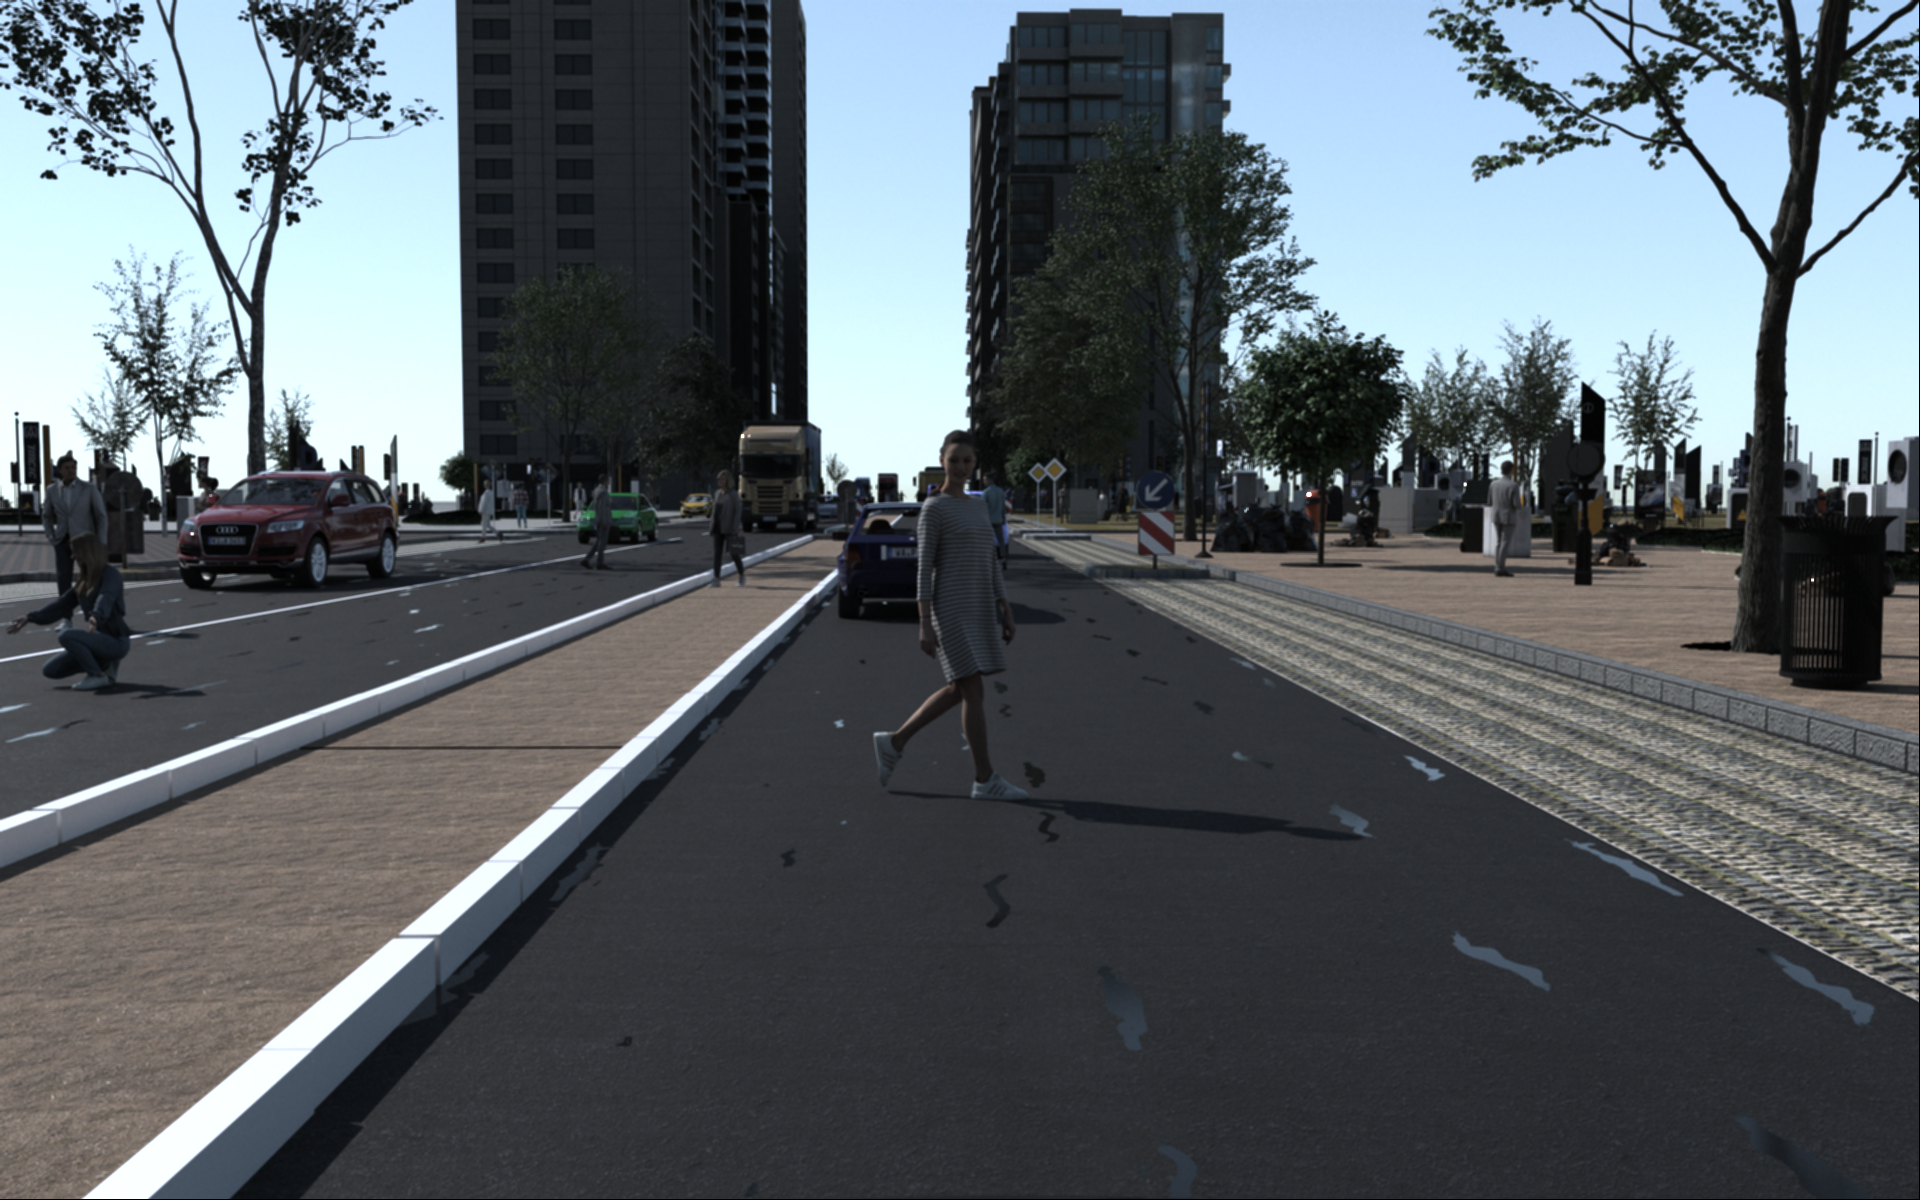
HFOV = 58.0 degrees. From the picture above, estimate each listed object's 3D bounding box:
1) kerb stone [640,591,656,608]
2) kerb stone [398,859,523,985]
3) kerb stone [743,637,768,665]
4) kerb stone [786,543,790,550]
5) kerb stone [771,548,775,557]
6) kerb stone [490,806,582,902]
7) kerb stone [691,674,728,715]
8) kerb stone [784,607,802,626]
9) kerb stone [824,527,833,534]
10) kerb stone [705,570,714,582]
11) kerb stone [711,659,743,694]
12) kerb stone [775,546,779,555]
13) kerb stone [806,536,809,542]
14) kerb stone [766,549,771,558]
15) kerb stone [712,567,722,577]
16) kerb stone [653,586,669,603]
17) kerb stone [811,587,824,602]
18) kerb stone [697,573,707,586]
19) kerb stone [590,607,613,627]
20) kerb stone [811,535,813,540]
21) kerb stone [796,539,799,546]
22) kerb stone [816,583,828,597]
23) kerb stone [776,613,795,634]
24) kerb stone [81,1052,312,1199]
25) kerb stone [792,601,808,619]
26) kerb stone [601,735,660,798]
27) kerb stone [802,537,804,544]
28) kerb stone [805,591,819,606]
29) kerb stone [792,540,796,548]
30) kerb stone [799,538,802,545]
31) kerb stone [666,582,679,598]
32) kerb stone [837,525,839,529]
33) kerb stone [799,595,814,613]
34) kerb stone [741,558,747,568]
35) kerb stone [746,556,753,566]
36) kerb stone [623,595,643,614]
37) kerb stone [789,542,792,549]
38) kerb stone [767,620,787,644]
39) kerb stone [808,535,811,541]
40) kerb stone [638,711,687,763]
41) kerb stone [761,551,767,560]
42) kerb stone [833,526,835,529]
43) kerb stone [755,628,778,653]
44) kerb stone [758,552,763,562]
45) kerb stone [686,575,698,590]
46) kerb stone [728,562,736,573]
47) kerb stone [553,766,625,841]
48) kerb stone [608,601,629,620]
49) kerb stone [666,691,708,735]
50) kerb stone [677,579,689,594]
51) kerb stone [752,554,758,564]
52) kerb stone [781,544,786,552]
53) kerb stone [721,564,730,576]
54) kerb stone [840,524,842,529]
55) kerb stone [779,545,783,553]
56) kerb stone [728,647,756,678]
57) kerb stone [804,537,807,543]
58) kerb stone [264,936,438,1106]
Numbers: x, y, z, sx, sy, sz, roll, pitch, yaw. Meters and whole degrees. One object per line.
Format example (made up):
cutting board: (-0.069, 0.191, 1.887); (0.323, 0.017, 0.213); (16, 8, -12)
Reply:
kerb stone: (-4.021, 0.018, 21.901); (0.120, 0.150, 1.000); (0, 4, -1)
kerb stone: (-1.585, 1.018, 5.546); (0.120, 0.150, 1.000); (0, 4, -1)
kerb stone: (-1.769, 0.453, 14.791); (0.120, 0.150, 1.000); (0, 4, -1)
kerb stone: (-4.433, -1.298, 43.412); (0.120, 0.150, 1.000); (0, 4, -1)
kerb stone: (-4.351, -1.044, 39.317); (0.120, 0.150, 1.000); (0, 4, -1)
kerb stone: (-1.604, 0.957, 6.569); (0.120, 0.150, 1.000); (0, 4, -1)
kerb stone: (-1.702, 0.642, 11.693); (0.120, 0.150, 1.000); (0, 4, -1)
kerb stone: (-1.849, 0.208, 18.888); (0.120, 0.150, 1.000); (0, 4, -1)
kerb stone: (-4.827, -2.528, 63.534); (0.120, 0.150, 1.000); (0, 4, -1)
kerb stone: (-4.128, -0.349, 28.037); (0.120, 0.150, 1.000); (0, 4, -1)
kerb stone: (-1.725, 0.579, 12.733); (0.120, 0.150, 1.000); (0, 4, -1)
kerb stone: (-4.368, -1.110, 40.339); (0.120, 0.150, 1.000); (0, 4, -1)
kerb stone: (-4.574, -1.733, 50.597); (0.120, 0.150, 1.000); (0, 4, -1)
kerb stone: (-4.335, -0.985, 38.294); (0.120, 0.150, 1.000); (0, 4, -1)
kerb stone: (-4.157, -0.420, 29.070); (0.120, 0.150, 1.000); (0, 4, -1)
kerb stone: (-4.025, -0.044, 22.923); (0.120, 0.150, 1.000); (0, 4, -1)
kerb stone: (-1.924, -0.040, 22.982); (0.120, 0.150, 1.000); (0, 4, -1)
kerb stone: (-4.110, -0.295, 27.012); (0.120, 0.150, 1.000); (0, 4, -1)
kerb stone: (-3.950, 0.206, 18.824); (0.120, 0.150, 1.000); (0, 4, -1)
kerb stone: (-4.611, -1.863, 52.650); (0.120, 0.150, 1.000); (0, 4, -1)
kerb stone: (-4.492, -1.482, 46.494); (0.120, 0.150, 1.000); (0, 4, -1)
kerb stone: (-1.949, -0.101, 24.004); (0.120, 0.150, 1.000); (0, 4, -1)
kerb stone: (-1.828, 0.270, 17.865); (0.120, 0.150, 1.000); (0, 4, -1)
kerb stone: (-1.544, 1.143, 3.502); (0.120, 0.150, 1.000); (0, 4, -1)
kerb stone: (-1.870, 0.148, 19.910); (0.120, 0.150, 1.000); (0, 4, -1)
kerb stone: (-1.646, 0.830, 8.622); (0.120, 0.150, 1.000); (0, 4, -1)
kerb stone: (-4.533, -1.611, 48.541); (0.120, 0.150, 1.000); (0, 4, -1)
kerb stone: (-1.914, 0.015, 21.953); (0.120, 0.150, 1.000); (0, 4, -1)
kerb stone: (-4.472, -1.423, 45.463); (0.120, 0.150, 1.000); (0, 4, -1)
kerb stone: (-4.514, -1.545, 47.516); (0.120, 0.150, 1.000); (0, 4, -1)
kerb stone: (-4.052, -0.107, 23.945); (0.120, 0.150, 1.000); (0, 4, -1)
kerb stone: (-4.918, -2.774, 67.627); (0.120, 0.150, 1.000); (0, 4, -1)
kerb stone: (-1.888, 0.079, 20.931); (0.120, 0.150, 1.000); (0, 4, -1)
kerb stone: (-4.234, -0.671, 33.170); (0.120, 0.150, 1.000); (0, 4, -1)
kerb stone: (-4.253, -0.730, 34.192); (0.120, 0.150, 1.000); (0, 4, -1)
kerb stone: (-3.996, 0.081, 20.875); (0.120, 0.150, 1.000); (0, 4, -1)
kerb stone: (-4.462, -1.360, 44.434); (0.120, 0.150, 1.000); (0, 4, -1)
kerb stone: (-1.803, 0.327, 16.843); (0.120, 0.150, 1.000); (0, 4, -1)
kerb stone: (-4.596, -1.800, 51.622); (0.120, 0.150, 1.000); (0, 4, -1)
kerb stone: (-1.666, 0.768, 9.645); (0.120, 0.150, 1.000); (0, 4, -1)
kerb stone: (-4.315, -0.918, 37.269); (0.120, 0.150, 1.000); (0, 4, -1)
kerb stone: (-4.847, -2.591, 64.556); (0.120, 0.150, 1.000); (0, 4, -1)
kerb stone: (-1.789, 0.390, 15.820); (0.120, 0.150, 1.000); (0, 4, -1)
kerb stone: (-4.291, -0.859, 36.242); (0.120, 0.150, 1.000); (0, 4, -1)
kerb stone: (-4.094, -0.232, 25.989); (0.120, 0.150, 1.000); (0, 4, -1)
kerb stone: (-4.187, -0.546, 31.126); (0.120, 0.150, 1.000); (0, 4, -1)
kerb stone: (-1.627, 0.893, 7.598); (0.120, 0.150, 1.000); (0, 4, -1)
kerb stone: (-3.972, 0.148, 19.848); (0.120, 0.150, 1.000); (0, 4, -1)
kerb stone: (-1.690, 0.705, 10.667); (0.120, 0.150, 1.000); (0, 4, -1)
kerb stone: (-4.070, -0.170, 24.967); (0.120, 0.150, 1.000); (0, 4, -1)
kerb stone: (-4.272, -0.796, 35.214); (0.120, 0.150, 1.000); (0, 4, -1)
kerb stone: (-4.412, -1.235, 42.390); (0.120, 0.150, 1.000); (0, 4, -1)
kerb stone: (-4.167, -0.481, 30.099); (0.120, 0.150, 1.000); (0, 4, -1)
kerb stone: (-4.953, -2.904, 69.673); (0.120, 0.150, 1.000); (0, 4, -1)
kerb stone: (-4.389, -1.163, 41.368); (0.120, 0.150, 1.000); (0, 4, -1)
kerb stone: (-1.752, 0.516, 13.761); (0.120, 0.150, 1.000); (0, 4, -1)
kerb stone: (-4.556, -1.670, 49.568); (0.120, 0.150, 1.000); (0, 4, -1)
kerb stone: (-1.572, 1.087, 4.524); (0.120, 0.150, 1.000); (0, 4, -1)
